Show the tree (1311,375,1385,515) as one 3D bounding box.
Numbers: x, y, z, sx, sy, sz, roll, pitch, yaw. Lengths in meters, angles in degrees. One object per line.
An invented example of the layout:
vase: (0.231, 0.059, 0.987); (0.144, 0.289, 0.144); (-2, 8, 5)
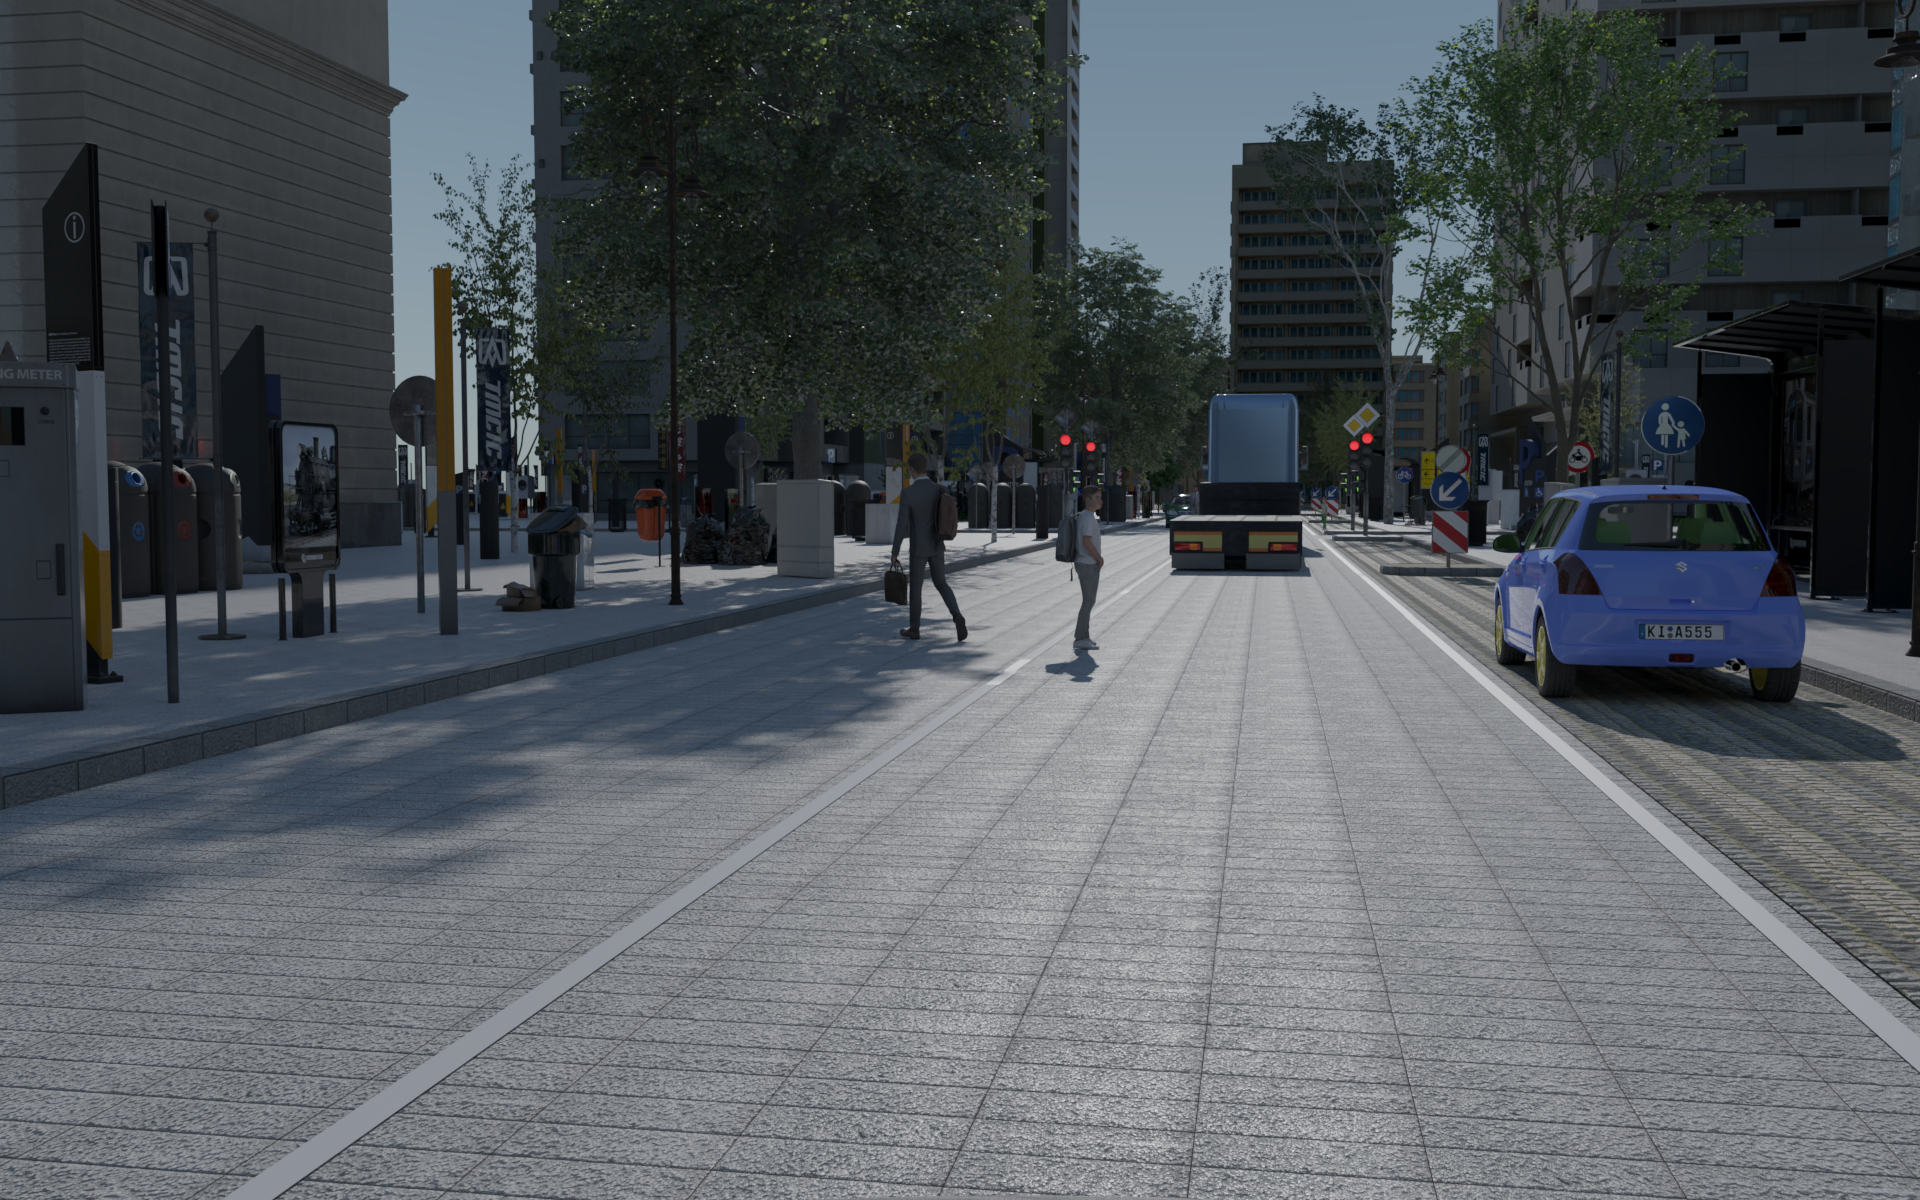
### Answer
tree: (23.632, -9.485, 105.446); (4.737, 8.622, 4.395); (0, 3, 0)

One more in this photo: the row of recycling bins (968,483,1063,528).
row of recycling bins: (2.059, -3.573, 65.528); (3.534, 1.692, 1.069); (0, 4, 1)

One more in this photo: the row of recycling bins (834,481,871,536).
row of recycling bins: (-4.269, -2.890, 54.359); (3.534, 1.692, 1.069); (2, 4, 34)

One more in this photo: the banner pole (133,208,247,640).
banner pole: (-6.772, -1.542, 15.221); (0.863, 3.779, 0.401); (-1, 4, -8)

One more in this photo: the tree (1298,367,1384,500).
tree: (27.356, -11.746, 126.456); (8.767, 10.594, 7.601); (-2, 4, -30)

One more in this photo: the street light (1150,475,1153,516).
street light: (11.300, -7.911, 102.128); (0.468, 5.910, 1.993); (1, 4, 10)

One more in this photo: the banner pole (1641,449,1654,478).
banner pole: (37.970, -6.453, 95.529); (0.401, 3.779, 0.863); (-3, 5, -45)

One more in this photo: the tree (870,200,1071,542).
tree: (-0.322, -5.364, 38.068); (4.737, 8.622, 4.395); (0, 3, 0)

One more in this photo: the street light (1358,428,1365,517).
street light: (22.109, -7.517, 95.698); (0.468, 5.910, 1.993); (1, 4, 10)

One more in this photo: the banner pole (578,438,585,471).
banner pole: (-16.721, -5.295, 76.594); (0.401, 3.779, 0.863); (1, 4, 12)

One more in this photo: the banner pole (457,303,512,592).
banner pole: (-6.336, -2.016, 22.981); (0.863, 3.779, 0.401); (-2, 4, -33)

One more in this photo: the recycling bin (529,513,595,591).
recycling bin: (-5.335, -0.652, 23.221); (0.722, 1.027, 0.722); (0, 4, 1)

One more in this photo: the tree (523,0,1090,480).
tree: (-2.503, -7.451, 28.476); (9.857, 13.997, 8.962); (0, 3, 0)

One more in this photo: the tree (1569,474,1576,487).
tree: (31.087, -5.826, 89.859); (1.663, 3.219, 1.824); (0, 3, 0)

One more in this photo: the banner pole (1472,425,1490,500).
banner pole: (18.781, -4.443, 62.658); (0.863, 3.779, 0.401); (-1, 4, -19)

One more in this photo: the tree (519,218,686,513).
tree: (-9.849, -5.908, 46.954); (4.360, 8.622, 3.978); (0, 3, 0)

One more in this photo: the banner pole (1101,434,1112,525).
banner pole: (6.045, -5.014, 71.988); (0.401, 3.779, 0.863); (2, 4, 31)

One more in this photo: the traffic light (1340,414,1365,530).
traffic light: (13.846, -4.410, 61.018); (0.839, 4.253, 0.868); (1, 4, 10)

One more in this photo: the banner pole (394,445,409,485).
banner pole: (-24.911, -5.322, 77.039); (0.863, 3.779, 0.401); (0, 4, 6)

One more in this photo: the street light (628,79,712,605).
street light: (-3.290, -2.880, 19.881); (0.468, 5.910, 1.993); (1, 4, 10)

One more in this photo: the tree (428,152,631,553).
tree: (-9.596, -5.336, 37.610); (4.737, 8.622, 4.395); (0, 3, 0)

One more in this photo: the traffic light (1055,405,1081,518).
traffic light: (3.380, -4.026, 54.739); (0.839, 4.253, 0.868); (1, 4, 10)

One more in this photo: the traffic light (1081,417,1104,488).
traffic light: (4.772, -4.507, 62.602); (0.839, 4.253, 0.868); (1, 4, 10)

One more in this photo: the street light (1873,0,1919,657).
street light: (7.582, -2.492, 13.524); (0.468, 5.910, 1.993); (1, 4, 10)

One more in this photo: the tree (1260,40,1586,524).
tree: (19.342, -13.239, 72.339); (12.611, 20.169, 13.585); (0, 3, 0)

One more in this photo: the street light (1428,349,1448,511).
street light: (14.350, -4.854, 52.148); (0.468, 5.910, 1.993); (1, 4, 10)

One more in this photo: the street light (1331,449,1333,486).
street light: (28.906, -9.879, 134.316); (0.468, 5.910, 1.993); (1, 4, 10)

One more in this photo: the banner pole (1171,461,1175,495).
banner pole: (16.157, -8.888, 135.330); (0.863, 3.779, 0.401); (-2, 4, -24)

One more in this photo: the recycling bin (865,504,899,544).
recycling bin: (-1.990, -1.979, 44.918); (0.722, 1.027, 0.722); (1, 4, 22)

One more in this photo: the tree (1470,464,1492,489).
tree: (29.802, -6.320, 97.929); (1.663, 3.219, 1.824); (0, 3, 0)

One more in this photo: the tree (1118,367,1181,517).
tree: (10.344, -9.018, 97.806); (4.360, 8.622, 3.978); (0, 3, 0)

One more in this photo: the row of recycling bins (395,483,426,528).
row of recycling bins: (-21.643, -3.725, 68.016); (1.069, 1.692, 3.534); (-1, 4, -22)

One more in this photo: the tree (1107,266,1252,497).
tree: (19.191, -17.569, 143.135); (12.611, 20.169, 13.585); (0, 3, 0)

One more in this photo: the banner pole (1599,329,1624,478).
banner pole: (10.010, -2.241, 26.660); (0.401, 3.779, 0.863); (0, 4, -3)

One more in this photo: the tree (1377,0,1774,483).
tree: (12.566, -6.725, 35.715); (9.928, 11.665, 9.643); (0, 3, 0)

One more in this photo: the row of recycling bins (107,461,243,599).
row of recycling bins: (-10.390, -0.902, 21.859); (1.069, 1.692, 3.534); (1, 4, 11)

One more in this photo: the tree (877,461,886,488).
tree: (-3.299, -5.774, 89.006); (1.663, 3.219, 1.824); (0, 3, 0)

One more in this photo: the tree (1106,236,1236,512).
tree: (7.454, -10.941, 85.543); (9.857, 13.997, 8.962); (0, 3, 0)

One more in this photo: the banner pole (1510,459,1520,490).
banner pole: (39.404, -8.148, 123.244); (0.863, 3.779, 0.401); (1, 4, 20)

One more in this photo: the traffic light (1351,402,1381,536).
traffic light: (12.453, -3.929, 53.154); (0.839, 4.253, 0.868); (1, 4, 10)

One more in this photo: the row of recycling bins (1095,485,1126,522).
row of recycling bins: (7.203, -4.541, 81.360); (1.069, 1.692, 3.534); (0, 4, -3)

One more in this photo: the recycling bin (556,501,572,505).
recycling bin: (-15.215, -3.350, 67.320); (0.722, 1.027, 0.722); (1, 4, 21)

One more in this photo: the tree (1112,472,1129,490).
tree: (12.302, -8.565, 134.645); (1.663, 3.219, 1.824); (0, 3, 0)

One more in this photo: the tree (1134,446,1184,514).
tree: (12.990, -7.970, 114.016); (4.285, 4.588, 4.351); (0, 3, 0)

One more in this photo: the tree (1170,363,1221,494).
tree: (20.727, -15.108, 157.383); (12.009, 13.543, 11.850); (0, 3, 0)

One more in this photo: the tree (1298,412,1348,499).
tree: (43.758, -17.880, 210.468); (7.486, 12.596, 7.792); (0, 3, 0)

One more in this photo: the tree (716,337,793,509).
tree: (-8.856, -7.676, 75.861); (4.737, 8.622, 4.395); (0, 3, 0)

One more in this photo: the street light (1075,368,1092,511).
street light: (4.520, -5.546, 63.469); (0.468, 5.910, 1.993); (1, 4, 10)

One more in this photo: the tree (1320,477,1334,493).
tree: (37.318, -11.082, 175.791); (1.663, 3.219, 1.824); (0, 3, 0)

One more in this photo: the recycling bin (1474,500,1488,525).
recycling bin: (21.338, -3.610, 71.577); (0.722, 1.027, 0.722); (-3, 5, -41)

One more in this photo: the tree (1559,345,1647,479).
tree: (31.585, -8.220, 84.757); (4.360, 8.622, 3.978); (0, 3, 0)
